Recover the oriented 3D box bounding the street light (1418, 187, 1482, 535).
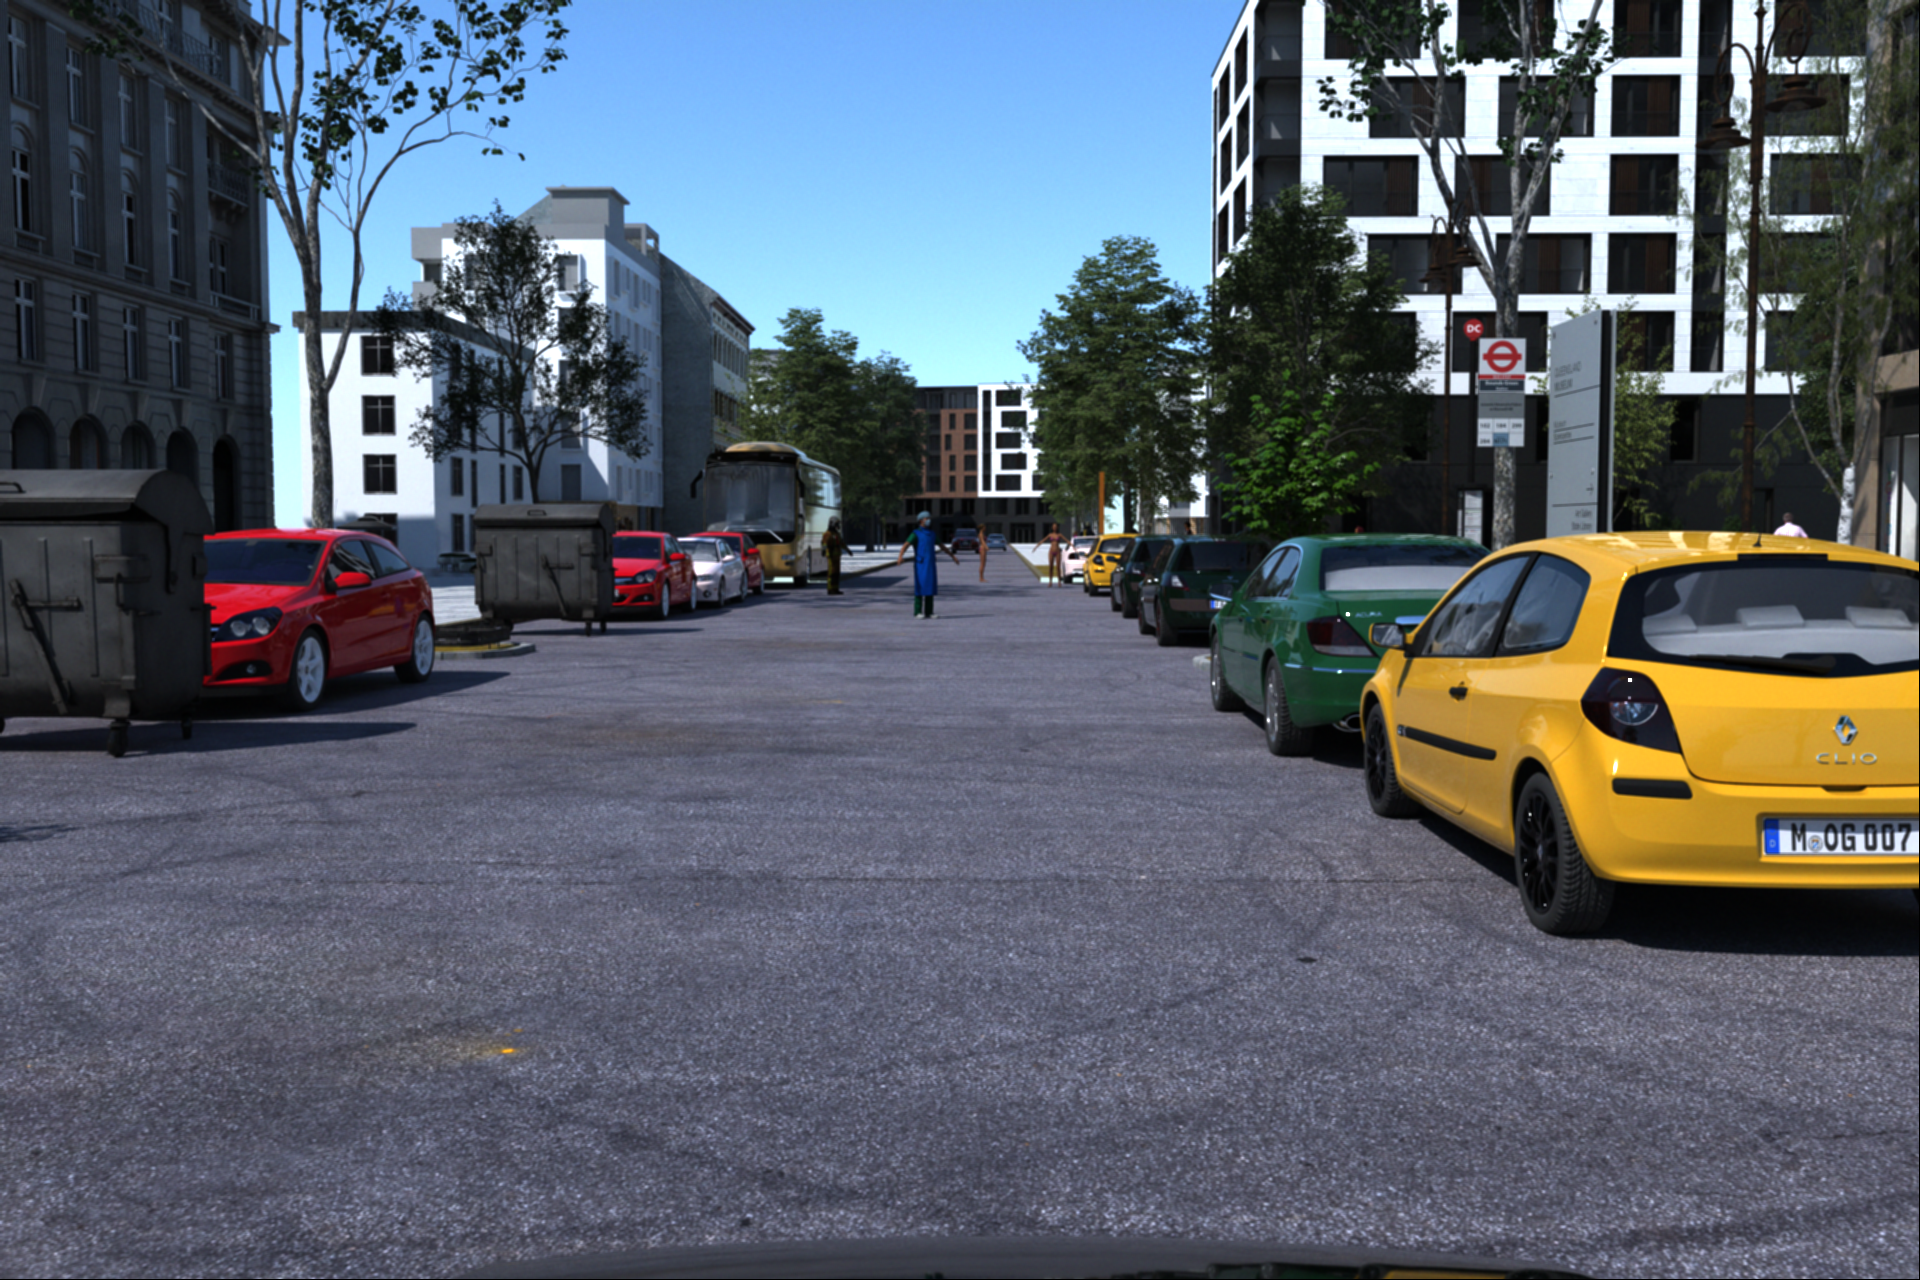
[{"bbox_3d":[6.618,-3.104,23.540,0.468,5.910,1.993,0,4,1],"label":"street light"}]

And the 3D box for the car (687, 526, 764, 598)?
[{"bbox_3d":[-5.586,-1.866,39.553,2.155,1.783,4.494,0,4,1],"label":"car"}]

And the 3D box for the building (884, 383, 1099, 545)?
[{"bbox_3d":[2.864,-24.538,247.621,32.646,21.610,27.936,1,4,11],"label":"building"}]

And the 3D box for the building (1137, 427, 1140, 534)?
[{"bbox_3d":[28.158,-22.508,224.423,16.016,20.090,11.380,0,4,1],"label":"building"}]

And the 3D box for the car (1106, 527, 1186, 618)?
[{"bbox_3d":[3.638,-1.287,30.825,2.009,1.686,4.222,0,4,1],"label":"car"}]

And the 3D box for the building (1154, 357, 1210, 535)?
[{"bbox_3d":[25.622,-19.891,181.638,16.016,20.090,11.380,0,4,1],"label":"building"}]

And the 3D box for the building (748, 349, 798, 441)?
[{"bbox_3d":[-23.013,-19.690,178.344,16.016,20.090,11.380,0,4,1],"label":"building"}]

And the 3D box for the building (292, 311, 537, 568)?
[{"bbox_3d":[-23.921,-8.391,79.344,9.099,9.664,28.070,0,4,1],"label":"building"}]

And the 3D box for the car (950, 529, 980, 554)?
[{"bbox_3d":[0.427,-7.196,126.319,2.281,1.827,5.304,0,4,1],"label":"car"}]

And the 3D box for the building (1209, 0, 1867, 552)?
[{"bbox_3d":[25.179,-14.407,79.531,27.936,21.610,32.646,0,4,1],"label":"building"}]

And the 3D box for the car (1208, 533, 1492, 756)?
[{"bbox_3d":[2.946,-0.049,12.598,2.131,1.459,4.920,0,4,1],"label":"car"}]

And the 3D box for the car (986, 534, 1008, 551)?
[{"bbox_3d":[3.049,-8.215,146.314,2.014,1.417,4.499,0,4,1],"label":"car"}]

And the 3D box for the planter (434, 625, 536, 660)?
[{"bbox_3d":[-6.188,0.028,20.687,1.991,0.319,1.994,0,4,1],"label":"planter"}]

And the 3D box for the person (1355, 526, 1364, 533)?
[{"bbox_3d":[7.845,-1.536,34.326,0.599,1.438,0.989,-1,4,-13],"label":"person"}]

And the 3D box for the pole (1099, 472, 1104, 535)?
[{"bbox_3d":[4.652,-3.856,56.894,0.158,3.312,0.155,0,3,0],"label":"pole"}]

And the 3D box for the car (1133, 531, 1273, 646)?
[{"bbox_3d":[3.397,-0.838,23.486,2.009,1.686,4.222,0,4,1],"label":"car"}]

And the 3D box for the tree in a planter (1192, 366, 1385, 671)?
[{"bbox_3d":[3.539,-1.303,18.520,1.991,3.239,1.994,0,4,1],"label":"tree in a planter"}]

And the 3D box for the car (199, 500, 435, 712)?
[{"bbox_3d":[-6.089,-0.382,15.291,2.155,1.783,4.494,0,4,1],"label":"car"}]

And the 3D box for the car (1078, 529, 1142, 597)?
[{"bbox_3d":[3.833,-1.890,41.124,2.015,1.641,3.980,0,4,1],"label":"car"}]

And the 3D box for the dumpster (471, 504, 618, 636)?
[{"bbox_3d":[-5.902,-1.007,24.680,1.865,1.857,1.264,0,4,1],"label":"dumpster"}]

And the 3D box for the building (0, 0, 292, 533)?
[{"bbox_3d":[-28.014,-12.417,43.678,13.314,22.015,24.055,0,4,1],"label":"building"}]

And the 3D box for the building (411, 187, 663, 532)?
[{"bbox_3d":[-23.902,-14.642,95.811,16.016,20.090,11.380,0,4,1],"label":"building"}]

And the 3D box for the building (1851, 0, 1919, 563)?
[{"bbox_3d":[27.654,-13.123,17.771,19.351,26.588,34.151,0,4,1],"label":"building"}]

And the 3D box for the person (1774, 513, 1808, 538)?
[{"bbox_3d":[17.114,-1.758,35.733,0.756,1.711,0.436,2,4,31],"label":"person"}]

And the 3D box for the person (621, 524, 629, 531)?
[{"bbox_3d":[-17.354,-5.099,89.499,1.348,1.813,0.705,1,4,15],"label":"person"}]

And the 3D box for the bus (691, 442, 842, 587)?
[{"bbox_3d":[-5.223,-3.566,49.847,2.896,3.916,12.252,0,4,1],"label":"bus"}]

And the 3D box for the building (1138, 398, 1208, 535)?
[{"bbox_3d":[30.882,-22.649,201.234,19.493,23.208,18.063,0,4,1],"label":"building"}]

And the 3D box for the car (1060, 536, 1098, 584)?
[{"bbox_3d":[3.914,-2.384,51.342,2.083,1.381,4.827,0,4,0],"label":"car"}]

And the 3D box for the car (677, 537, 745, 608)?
[{"bbox_3d":[-5.469,-1.378,34.885,2.083,1.381,4.827,0,4,1],"label":"car"}]

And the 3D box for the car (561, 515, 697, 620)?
[{"bbox_3d":[-5.754,-1.290,30.130,2.155,1.783,4.494,0,4,1],"label":"car"}]

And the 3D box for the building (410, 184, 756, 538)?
[{"bbox_3d":[-24.815,-17.580,118.365,19.493,23.208,18.063,0,4,1],"label":"building"}]

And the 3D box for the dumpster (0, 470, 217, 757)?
[{"bbox_3d":[-6.115,-0.205,11.575,1.865,1.857,1.264,0,4,1],"label":"dumpster"}]

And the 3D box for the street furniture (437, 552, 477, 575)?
[{"bbox_3d":[-13.712,-2.533,57.044,5.734,0.657,10.072,-2,4,-31],"label":"street furniture"}]

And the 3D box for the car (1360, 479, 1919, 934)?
[{"bbox_3d":[2.934,0.160,7.615,2.015,1.641,3.980,0,4,1],"label":"car"}]

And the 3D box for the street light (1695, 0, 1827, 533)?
[{"bbox_3d":[6.893,-2.587,15.081,0.468,5.910,1.993,0,4,1],"label":"street light"}]

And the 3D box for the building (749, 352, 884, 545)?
[{"bbox_3d":[-24.147,-22.424,210.600,27.936,21.610,32.646,0,4,1],"label":"building"}]
